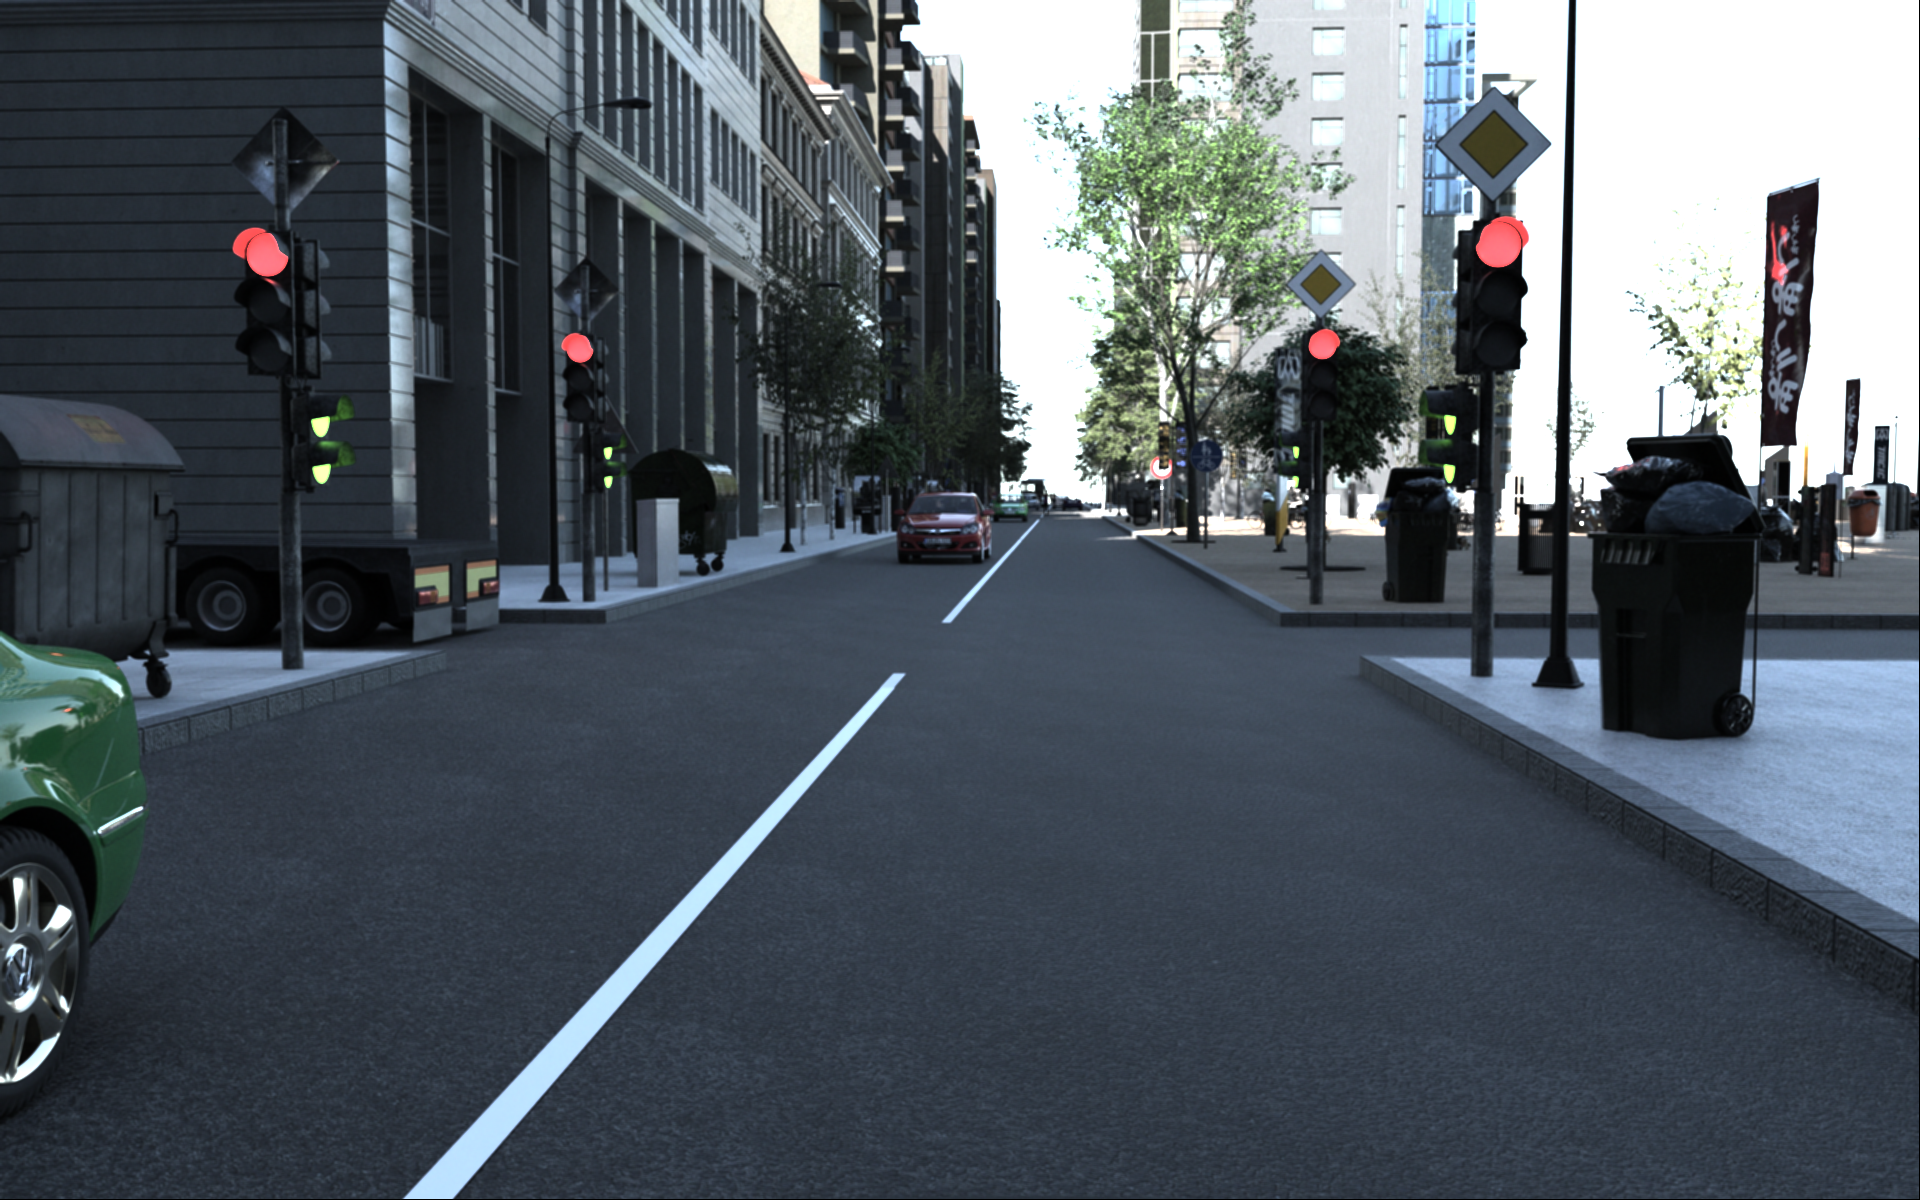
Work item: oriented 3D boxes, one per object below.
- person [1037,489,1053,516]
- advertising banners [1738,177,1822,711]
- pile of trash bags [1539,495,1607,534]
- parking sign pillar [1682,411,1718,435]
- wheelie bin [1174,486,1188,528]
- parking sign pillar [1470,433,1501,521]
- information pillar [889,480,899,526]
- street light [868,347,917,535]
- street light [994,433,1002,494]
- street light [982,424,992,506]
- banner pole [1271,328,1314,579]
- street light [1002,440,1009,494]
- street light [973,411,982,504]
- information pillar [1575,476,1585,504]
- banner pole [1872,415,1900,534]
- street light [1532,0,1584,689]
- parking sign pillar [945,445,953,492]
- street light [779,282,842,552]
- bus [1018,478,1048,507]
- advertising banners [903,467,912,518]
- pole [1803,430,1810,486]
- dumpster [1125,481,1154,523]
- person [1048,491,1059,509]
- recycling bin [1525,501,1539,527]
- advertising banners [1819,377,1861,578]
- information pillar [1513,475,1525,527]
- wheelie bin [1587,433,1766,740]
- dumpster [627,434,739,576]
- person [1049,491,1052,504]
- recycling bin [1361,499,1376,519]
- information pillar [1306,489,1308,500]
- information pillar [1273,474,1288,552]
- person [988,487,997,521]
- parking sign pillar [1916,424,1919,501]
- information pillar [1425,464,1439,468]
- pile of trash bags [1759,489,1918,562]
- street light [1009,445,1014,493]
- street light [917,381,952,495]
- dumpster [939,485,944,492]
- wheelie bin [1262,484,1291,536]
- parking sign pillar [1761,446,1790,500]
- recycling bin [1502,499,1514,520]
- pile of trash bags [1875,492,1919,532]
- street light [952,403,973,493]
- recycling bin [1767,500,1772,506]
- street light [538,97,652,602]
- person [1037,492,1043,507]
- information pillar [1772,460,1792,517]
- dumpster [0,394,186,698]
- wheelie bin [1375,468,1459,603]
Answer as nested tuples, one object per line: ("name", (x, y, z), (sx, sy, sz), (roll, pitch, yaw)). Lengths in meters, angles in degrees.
("person", (5.690, -6.502, 115.495), (1.217, 1.739, 0.721), (-2, 4, -30))
("advertising banners", (4.641, -0.885, 10.665), (0.090, 3.025, 2.074), (0, 4, -5))
("pile of trash bags", (20.663, -2.893, 57.060), (3.447, 1.369, 1.912), (-3, 5, -41))
("parking sign pillar", (23.458, -4.087, 55.295), (1.447, 3.967, 1.447), (-1, 4, -13))
("wheelie bin", (8.571, -3.558, 66.088), (0.980, 1.594, 0.693), (-2, 4, -35))
("parking sign pillar", (23.197, -5.384, 76.504), (1.447, 3.967, 1.447), (-1, 4, -20))
("information pillar", (-2.668, -3.996, 69.819), (0.304, 2.012, 0.304), (3, 4, 37))
("street light", (-2.235, -5.034, 54.850), (1.470, 5.913, 1.316), (0, 4, 3))
("street light", (2.220, -9.694, 131.041), (1.470, 5.913, 1.316), (0, 4, 3))
("street light", (1.162, -8.670, 114.290), (1.470, 5.913, 1.316), (0, 4, 3))
("banner pole", (5.100, -2.213, 26.203), (0.863, 3.779, 0.401), (-1, 4, -16))
("street light", (3.193, -10.719, 147.796), (1.470, 5.913, 1.316), (0, 4, 3))
("street light", (0.319, -7.644, 97.527), (1.470, 5.913, 1.316), (0, 4, 3))
("information pillar", (24.745, -3.955, 69.157), (0.304, 2.012, 0.304), (0, 4, -6))
("banner pole", (29.510, -3.984, 55.162), (0.863, 3.779, 0.401), (3, 4, 36))
("street light", (3.462, -2.380, 11.447), (1.470, 5.913, 1.316), (0, 4, 3))
("parking sign pillar", (-0.617, -6.464, 94.154), (1.447, 3.967, 1.447), (0, 4, 2))
("street light", (-3.273, -4.010, 38.098), (1.470, 5.913, 1.316), (0, 4, 3))
("bus", (8.259, -12.045, 191.800), (2.948, 3.499, 13.247), (0, 4, 5))
("advertising banners", (-2.837, -5.968, 93.770), (0.090, 3.025, 2.074), (-1, 4, -13))
("pole", (27.005, -3.759, 55.309), (0.158, 3.312, 0.155), (0, 3, 0))
("dumpster", (8.121, -4.444, 78.411), (1.264, 1.857, 1.865), (0, 4, 3))
("person", (8.916, -9.522, 164.897), (1.217, 1.736, 0.721), (-2, 4, -26))
("recycling bin", (22.138, -3.356, 67.423), (0.722, 1.027, 0.722), (1, 4, 19))
("advertising banners", (13.486, -1.879, 26.912), (0.090, 3.025, 2.074), (0, 4, 4))
("information pillar", (21.521, -3.802, 66.658), (0.304, 2.012, 0.304), (-1, 4, -20))
("wheelie bin", (3.822, -0.084, 9.274), (0.693, 1.594, 0.980), (-2, 4, -24))
("dumpster", (-4.480, -1.553, 27.884), (1.502, 2.255, 1.985), (0, 4, 3))
("person", (12.687, -14.211, 240.859), (1.348, 1.822, 0.705), (-2, 4, -35))
("recycling bin", (21.422, -4.787, 90.820), (0.722, 1.027, 0.722), (1, 4, 13))
("information pillar", (18.233, -6.036, 90.036), (0.504, 3.616, 0.183), (-1, 4, -15))
("information pillar", (7.132, -2.874, 38.345), (0.183, 3.616, 0.504), (2, 4, 33))
("person", (1.725, -5.222, 93.855), (0.580, 1.828, 0.573), (2, 4, 31))
("parking sign pillar", (37.275, -4.783, 66.679), (1.447, 3.967, 1.447), (-3, 5, -44))
("information pillar", (10.578, -2.096, 38.767), (0.304, 2.012, 0.304), (0, 4, 5))
("pile of trash bags", (16.304, -1.456, 33.555), (3.447, 1.369, 1.912), (-1, 4, -15))
("street light", (4.261, -11.749, 164.638), (1.470, 5.913, 1.316), (0, 4, 3))
("street light", (-1.225, -6.059, 71.603), (1.470, 5.913, 1.316), (0, 4, 3))
("dumpster", (-1.421, -4.595, 80.893), (1.264, 1.857, 1.865), (0, 4, 3))
("wheelie bin", (9.722, -2.785, 53.436), (0.980, 1.594, 0.693), (-2, 4, -33))
("parking sign pillar", (42.951, -6.288, 91.273), (1.447, 3.967, 1.447), (0, 4, -3))
("recycling bin", (27.564, -4.521, 86.473), (0.722, 1.027, 0.722), (3, 5, 39))
("pile of trash bags", (35.172, -3.241, 62.745), (1.912, 1.369, 3.447), (0, 4, -3))
("street light", (-0.248, -7.090, 88.469), (1.470, 5.913, 1.316), (0, 4, 3))
("recycling bin", (36.197, -4.009, 78.106), (0.722, 1.027, 0.722), (-2, 4, -33))
("street light", (-4.304, -2.931, 20.460), (1.470, 5.913, 1.316), (0, 4, 3))
("person", (7.755, -9.658, 167.872), (0.593, 1.643, 0.415), (-3, 5, -40))
("information pillar", (17.907, -2.035, 37.765), (0.304, 2.012, 0.304), (1, 4, 12))
("dumpster", (-5.595, -0.271, 10.194), (1.264, 1.857, 1.865), (0, 4, 3))
("wheelie bin", (5.469, -0.778, 20.621), (0.980, 1.594, 0.693), (0, 4, -4))
